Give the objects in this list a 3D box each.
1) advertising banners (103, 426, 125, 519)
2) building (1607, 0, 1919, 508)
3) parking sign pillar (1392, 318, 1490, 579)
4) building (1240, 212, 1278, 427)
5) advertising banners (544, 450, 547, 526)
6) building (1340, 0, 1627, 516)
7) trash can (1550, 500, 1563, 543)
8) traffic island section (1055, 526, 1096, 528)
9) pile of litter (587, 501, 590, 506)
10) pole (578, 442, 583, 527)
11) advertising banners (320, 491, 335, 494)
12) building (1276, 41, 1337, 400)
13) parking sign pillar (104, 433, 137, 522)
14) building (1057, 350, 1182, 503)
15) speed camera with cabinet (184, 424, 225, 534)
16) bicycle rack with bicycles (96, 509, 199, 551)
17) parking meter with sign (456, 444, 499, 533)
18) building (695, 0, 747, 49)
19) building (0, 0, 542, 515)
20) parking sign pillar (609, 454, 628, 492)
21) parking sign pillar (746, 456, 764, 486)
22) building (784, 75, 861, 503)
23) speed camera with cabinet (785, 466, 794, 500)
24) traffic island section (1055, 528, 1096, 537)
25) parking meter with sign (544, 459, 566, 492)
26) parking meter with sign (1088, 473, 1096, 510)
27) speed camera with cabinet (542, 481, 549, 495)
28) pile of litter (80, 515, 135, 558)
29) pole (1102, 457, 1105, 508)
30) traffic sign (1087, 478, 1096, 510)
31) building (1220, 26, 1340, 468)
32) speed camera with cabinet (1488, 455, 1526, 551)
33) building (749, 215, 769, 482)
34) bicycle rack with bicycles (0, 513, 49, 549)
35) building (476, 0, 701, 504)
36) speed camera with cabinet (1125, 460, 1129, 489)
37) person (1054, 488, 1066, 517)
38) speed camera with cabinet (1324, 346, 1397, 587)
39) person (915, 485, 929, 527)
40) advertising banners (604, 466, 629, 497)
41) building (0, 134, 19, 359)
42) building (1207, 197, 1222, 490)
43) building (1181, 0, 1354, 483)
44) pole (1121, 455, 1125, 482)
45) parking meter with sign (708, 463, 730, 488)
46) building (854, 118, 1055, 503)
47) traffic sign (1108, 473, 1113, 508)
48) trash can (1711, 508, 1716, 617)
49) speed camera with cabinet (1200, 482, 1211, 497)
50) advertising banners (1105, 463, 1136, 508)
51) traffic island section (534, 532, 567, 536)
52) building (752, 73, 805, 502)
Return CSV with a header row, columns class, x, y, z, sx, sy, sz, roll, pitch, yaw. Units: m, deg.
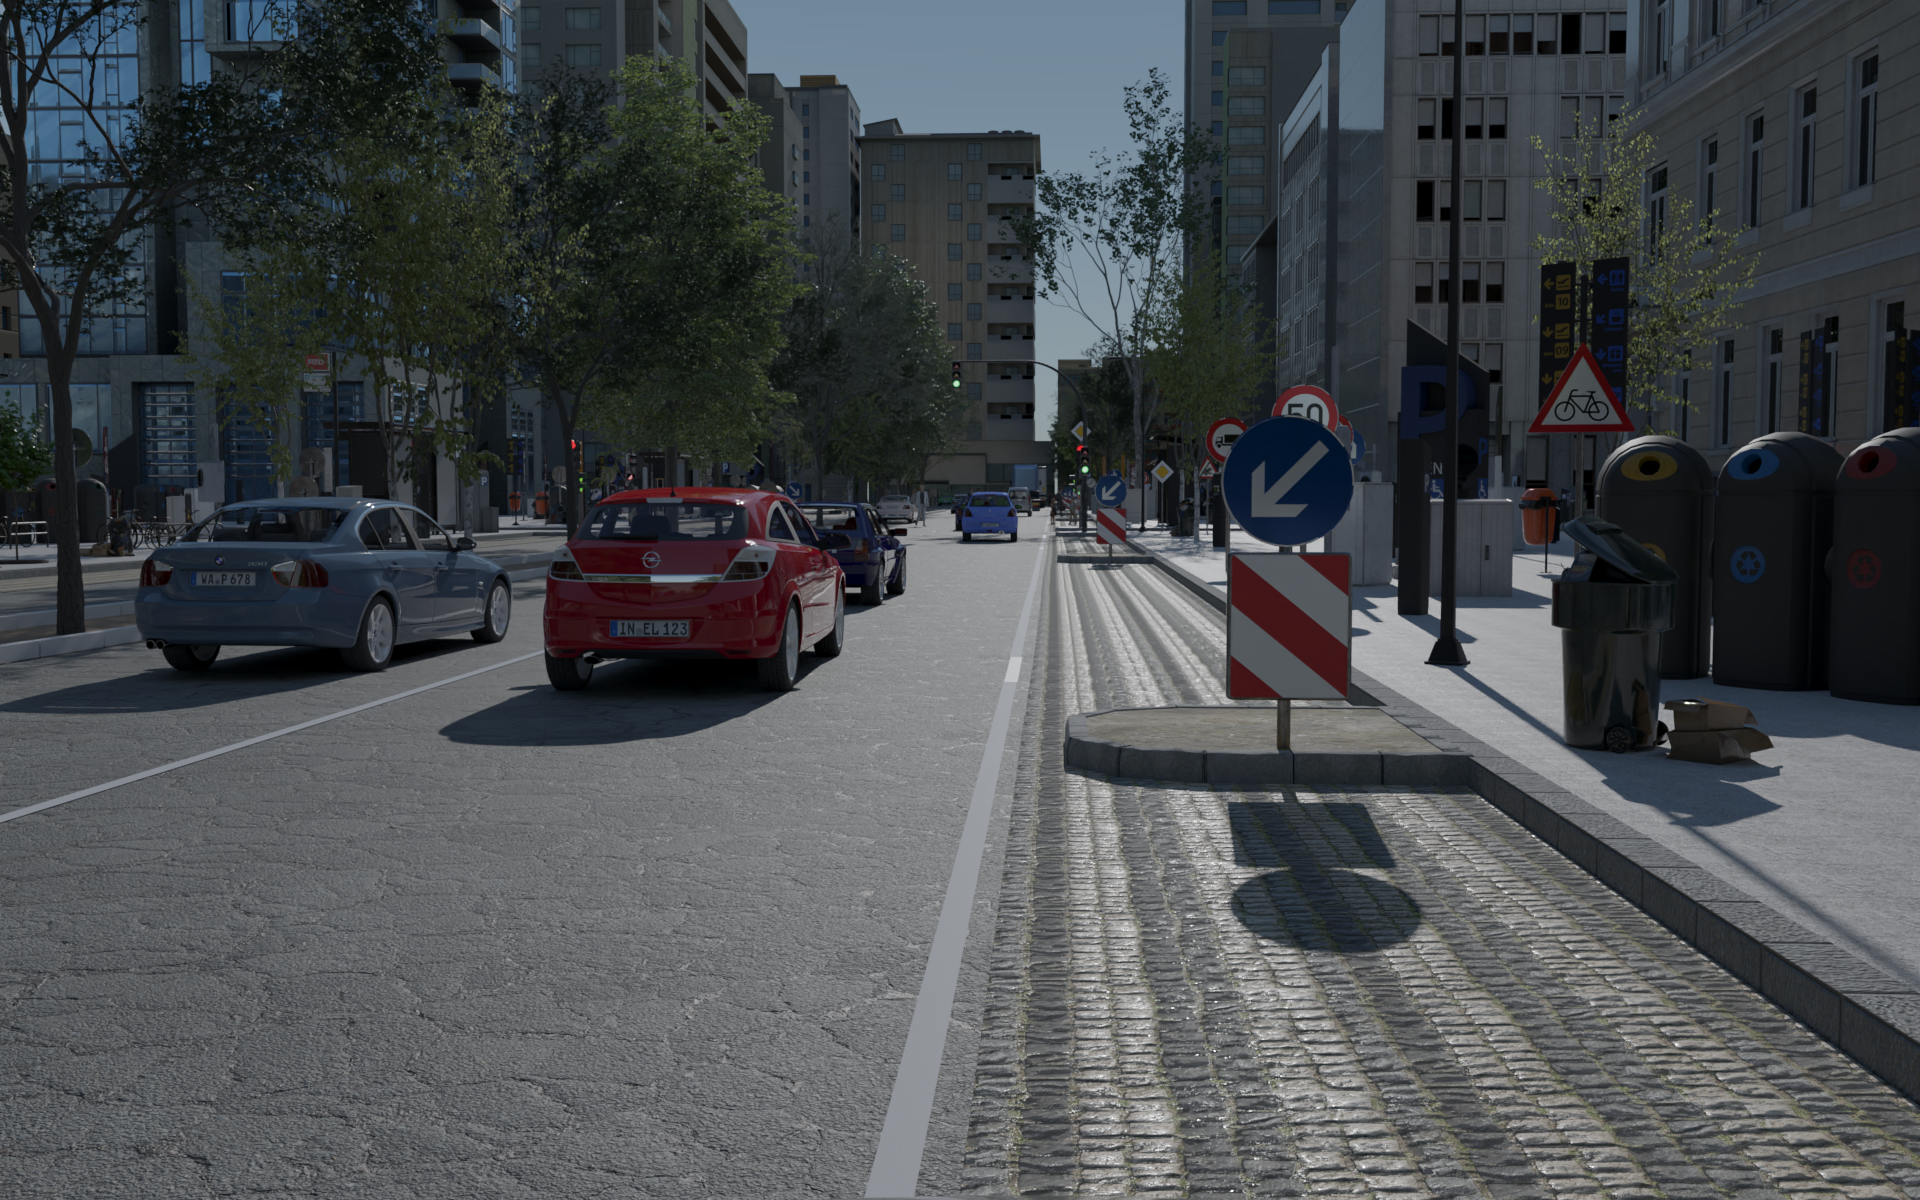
class,x,y,z,sx,sy,sz,roll,pitch,yaw
advertising banners,-21.616,-2.939,44.236,0.090,3.025,2.074,-3,4,-37
building,22.899,-15.232,34.949,13.634,28.700,20.117,0,4,3
parking sign pillar,7.293,-2.306,26.175,1.447,3.967,1.447,3,5,41
building,28.960,-18.749,125.614,14.314,24.678,30.058,0,4,3
advertising banners,-16.765,-4.517,70.034,0.090,3.025,2.074,-1,4,-14
building,28.678,-16.092,81.128,19.932,24.808,12.078,0,4,3
trash can,15.341,-2.051,45.188,0.748,1.137,0.748,0,3,0
traffic island section,4.677,-2.723,66.802,2.009,0.180,2.903,0,4,3
pile of litter,-23.296,-5.899,110.414,1.176,0.858,1.719,1,4,18
pole,-14.744,-4.491,67.263,0.158,3.312,0.155,0,3,0
advertising banners,-25.176,-4.556,70.678,2.074,3.025,0.090,0,4,2
building,25.726,-17.277,100.497,12.078,24.808,19.932,0,4,3
parking sign pillar,-36.725,-5.339,75.769,1.447,3.967,1.447,2,4,32
building,28.496,-24.683,248.610,28.899,21.520,27.650,0,4,3
speed camera with cabinet,-21.449,-3.350,49.113,0.660,3.252,2.038,-3,4,-38
bicycle rack with bicycles,-18.514,-1.616,39.796,2.852,0.926,2.925,2,4,27
parking meter with sign,-16.081,-3.755,57.656,1.738,3.016,0.543,2,4,32
building,-31.262,-32.478,154.709,21.300,48.544,21.600,0,4,3
building,-36.797,-47.761,93.568,22.319,86.520,31.000,0,4,3
parking sign pillar,-22.908,-7.808,116.129,1.447,3.967,1.447,3,4,37
parking sign pillar,-13.161,-7.516,111.355,1.447,3.967,1.447,3,5,40
building,-28.507,-43.142,247.376,28.212,58.520,21.231,0,4,3
speed camera with cabinet,-11.764,-7.735,120.799,0.660,3.252,2.038,0,4,3
traffic island section,4.243,-2.235,58.829,2.009,0.180,2.903,0,4,3
parking meter with sign,-19.715,-5.478,85.819,1.738,3.016,0.543,-1,4,-13
parking meter with sign,10.694,-8.763,139.541,0.543,3.016,1.738,-1,4,-23
speed camera with cabinet,-28.699,-7.536,117.549,0.660,3.252,2.038,1,4,23
pile of litter,-17.593,-1.329,35.701,1.176,0.858,1.719,-1,4,-11
pole,7.886,-6.180,94.886,0.158,3.312,0.155,0,3,0
traffic sign,10.329,-8.346,136.568,0.768,2.556,0.104,1,4,12
building,30.384,-28.873,155.664,14.154,41.232,14.086,0,4,3
speed camera with cabinet,12.427,-2.799,40.102,0.660,3.252,2.038,0,4,-6
building,-27.193,-24.537,172.887,14.160,30.474,14.107,0,4,3
bicycle rack with bicycles,-23.058,-1.679,40.826,2.852,0.926,2.925,0,4,-1
building,-27.731,-27.222,128.672,14.154,41.232,14.086,0,4,3
speed camera with cabinet,10.323,-6.428,99.429,2.038,3.252,0.660,3,4,38
person,6.273,-6.193,109.718,0.822,1.834,0.622,0,4,7
speed camera with cabinet,5.313,-1.811,23.952,0.660,3.252,2.038,3,4,38
person,-1.703,-4.151,76.248,0.514,1.842,0.818,-2,4,-27
advertising banners,-21.209,-6.794,107.274,2.074,3.025,0.090,2,4,25
building,-65.424,-15.192,93.421,28.899,21.520,27.650,0,4,3
building,31.214,-24.363,170.041,14.160,30.474,14.107,0,4,3
building,35.091,-39.664,190.509,21.231,58.520,28.212,0,4,3
pole,8.577,-5.949,91.112,0.158,3.312,0.155,0,3,0
parking meter with sign,-13.562,-6.084,95.728,0.543,3.016,1.738,3,5,42
building,0.055,-40.448,250.564,27.495,52.752,28.713,0,4,3
traffic sign,8.498,-5.894,96.480,0.768,2.556,0.104,0,4,7
trash can,7.822,-0.408,18.321,0.748,1.137,0.748,0,3,0
speed camera with cabinet,18.856,-8.657,135.877,0.660,3.252,2.038,-2,4,-25
advertising banners,9.059,-6.218,97.859,2.074,3.025,0.090,0,4,7
traffic island section,-13.322,-2.294,59.787,2.009,0.180,2.903,0,4,3
building,-29.753,-35.102,197.625,21.600,48.544,21.300,0,4,3
